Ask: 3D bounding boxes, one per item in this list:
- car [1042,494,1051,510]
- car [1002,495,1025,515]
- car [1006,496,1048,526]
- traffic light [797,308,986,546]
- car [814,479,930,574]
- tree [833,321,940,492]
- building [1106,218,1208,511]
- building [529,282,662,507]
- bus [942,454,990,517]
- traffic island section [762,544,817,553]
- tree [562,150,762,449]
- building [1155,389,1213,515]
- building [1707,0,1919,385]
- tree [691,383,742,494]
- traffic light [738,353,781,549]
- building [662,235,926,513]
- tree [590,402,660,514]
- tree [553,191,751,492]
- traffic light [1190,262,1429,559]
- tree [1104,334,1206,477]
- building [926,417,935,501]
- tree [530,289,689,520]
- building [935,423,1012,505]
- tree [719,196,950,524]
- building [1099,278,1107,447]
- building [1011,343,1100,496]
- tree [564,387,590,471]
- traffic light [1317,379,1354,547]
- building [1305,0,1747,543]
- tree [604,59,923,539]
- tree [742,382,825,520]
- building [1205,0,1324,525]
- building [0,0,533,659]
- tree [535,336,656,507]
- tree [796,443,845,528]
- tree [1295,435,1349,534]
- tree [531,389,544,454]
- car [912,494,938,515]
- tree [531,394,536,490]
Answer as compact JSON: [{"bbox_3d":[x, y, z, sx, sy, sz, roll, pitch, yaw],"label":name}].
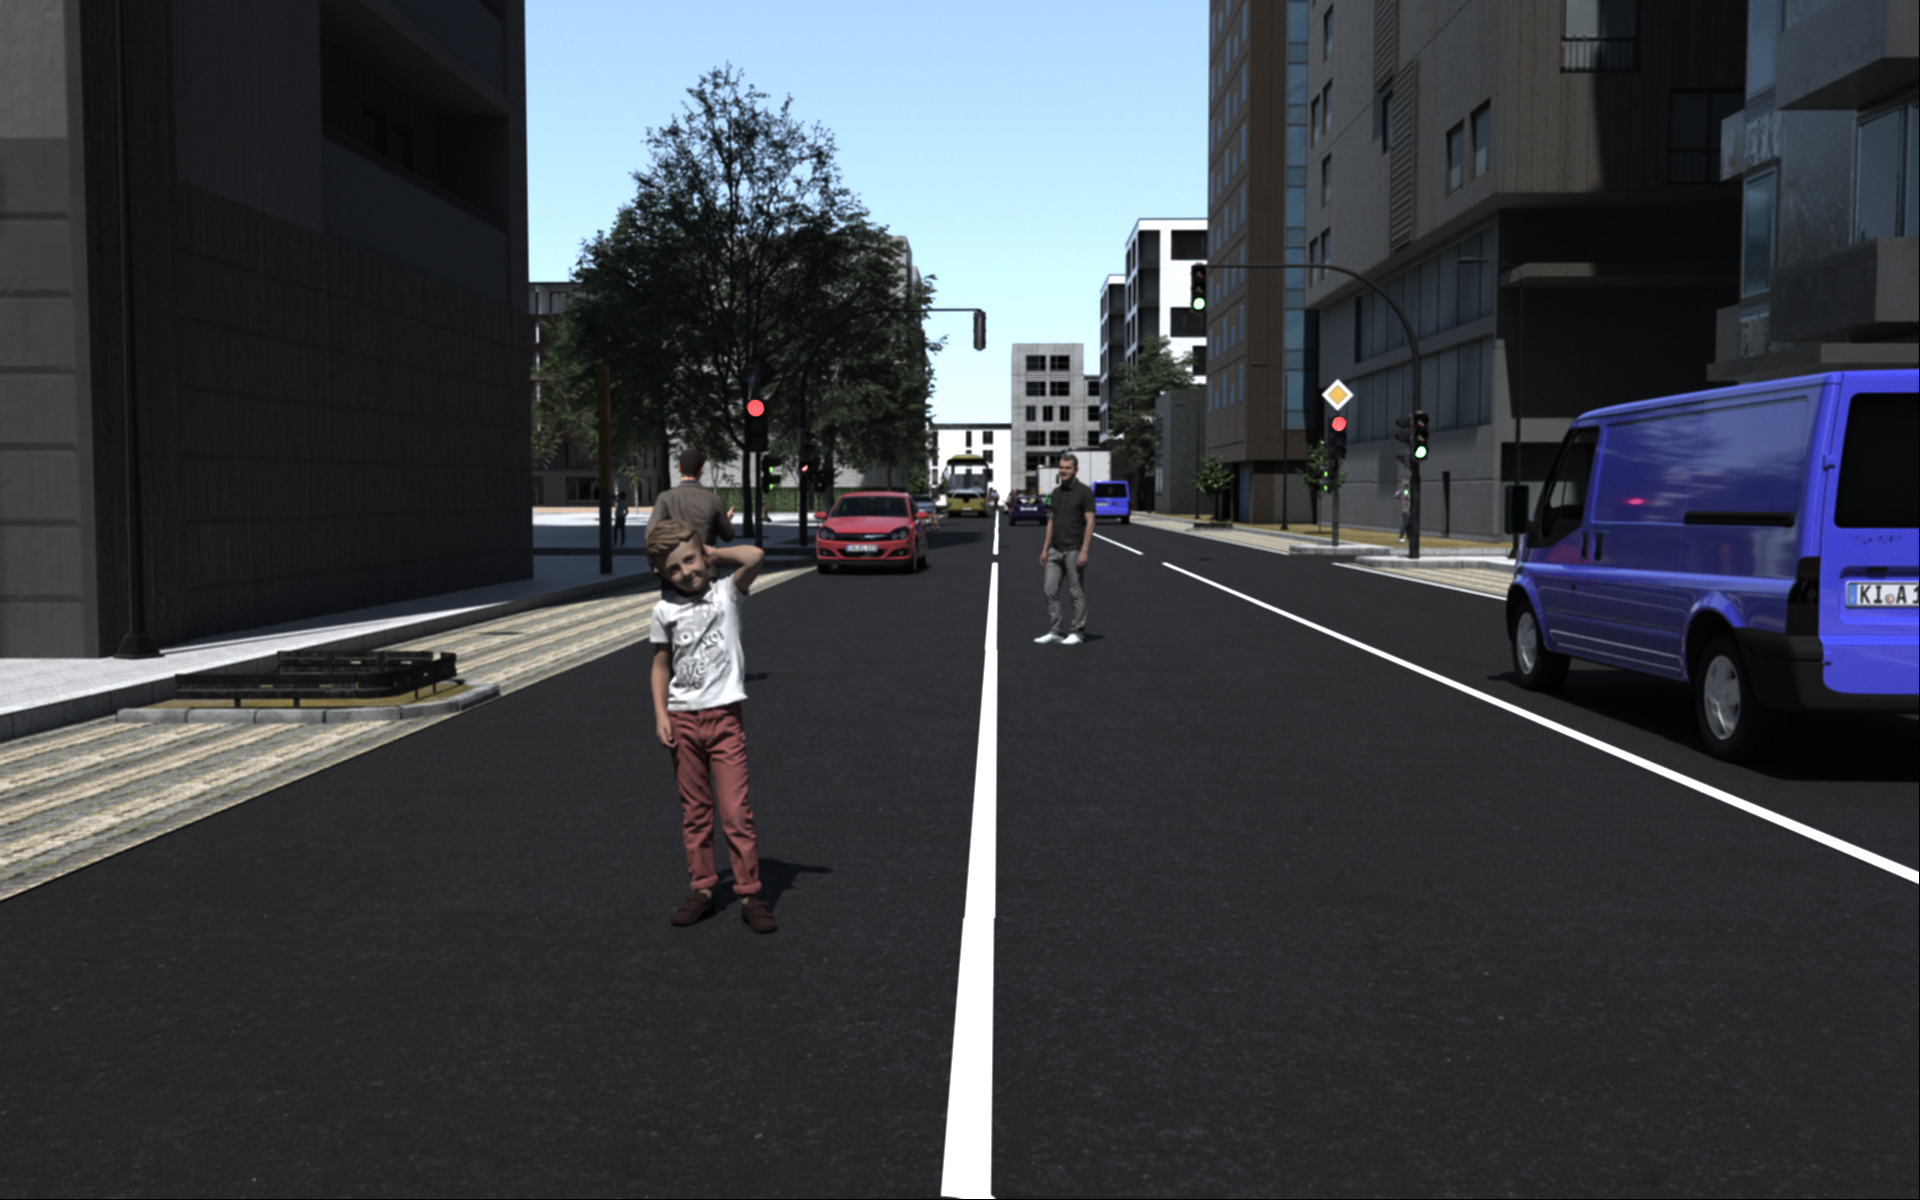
[{"bbox_3d":[8.514,-9.172,158.753,1.959,1.807,4.718,0,4,0],"label":"car"},{"bbox_3d":[3.981,-6.738,122.535,2.083,1.381,4.827,0,4,0],"label":"car"},{"bbox_3d":[3.112,-4.102,79.651,1.945,1.354,3.894,0,4,1],"label":"car"},{"bbox_3d":[-1.741,-4.150,42.528,4.771,5.953,1.251,0,4,1],"label":"traffic light"},{"bbox_3d":[-1.610,-1.440,32.580,2.155,1.783,4.494,0,4,3],"label":"car"},{"bbox_3d":[-5.089,-11.970,113.831,7.486,12.596,7.792,0,3,0],"label":"tree"},{"bbox_3d":[27.512,-18.380,144.481,27.936,21.610,32.646,0,4,1],"label":"building"},{"bbox_3d":[-48.098,-20.613,181.004,32.646,21.610,27.936,0,4,1],"label":"building"},{"bbox_3d":[0.529,-7.210,109.433,2.896,3.916,12.252,0,4,1],"label":"bus"},{"bbox_3d":[-3.874,-1.247,42.675,2.009,0.180,2.903,0,4,1],"label":"traffic island section"},{"bbox_3d":[-16.120,-14.819,98.186,12.611,20.169,13.585,0,3,0],"label":"tree"},{"bbox_3d":[24.006,-48.096,99.035,22.319,86.520,31.000,0,4,1],"label":"building"},{"bbox_3d":[23.229,-24.301,16.927,23.786,49.044,30.456,0,4,1],"label":"building"},{"bbox_3d":[-15.511,-9.777,110.214,4.737,8.622,4.395,0,3,0],"label":"tree"},{"bbox_3d":[-4.010,-2.791,34.556,0.839,4.253,0.868,0,4,1],"label":"traffic light"},{"bbox_3d":[-11.700,-16.395,134.521,16.747,18.905,31.486,0,4,1],"label":"building"},{"bbox_3d":[-20.554,-9.736,109.551,4.360,8.622,3.978,0,3,0],"label":"tree"},{"bbox_3d":[-11.560,-9.004,65.338,7.486,12.596,7.792,0,3,0],"label":"tree"},{"bbox_3d":[6.895,-3.641,34.191,4.771,5.953,1.251,0,4,1],"label":"traffic light"},{"bbox_3d":[14.163,-12.554,123.387,7.486,12.596,7.792,0,3,0],"label":"tree"},{"bbox_3d":[-17.269,-15.132,189.557,28.070,9.664,9.099,0,4,1],"label":"building"},{"bbox_3d":[-17.209,-9.725,84.757,9.928,11.665,9.643,0,3,0],"label":"tree"},{"bbox_3d":[-7.913,-16.157,206.311,28.070,9.664,9.099,0,4,1],"label":"building"},{"bbox_3d":[-5.594,-10.293,74.947,9.857,13.997,8.962,0,3,0],"label":"tree"},{"bbox_3d":[28.078,-20.372,177.061,27.936,21.610,32.646,0,4,1],"label":"building"},{"bbox_3d":[21.971,-21.041,210.472,31.486,18.905,16.747,0,4,1],"label":"building"},{"bbox_3d":[-24.178,-10.141,116.173,4.360,8.622,3.978,0,3,0],"label":"tree"},{"bbox_3d":[9.164,-3.263,42.269,0.839,4.253,0.868,0,4,1],"label":"traffic light"},{"bbox_3d":[26.402,-28.451,54.406,27.495,52.752,28.713,0,4,1],"label":"building"},{"bbox_3d":[-6.310,-8.542,50.038,12.009,13.543,11.850,0,3,0],"label":"tree"},{"bbox_3d":[-7.837,-8.209,84.573,4.737,8.622,4.395,0,3,0],"label":"tree"},{"bbox_3d":[18.968,-26.161,77.840,14.600,45.320,14.200,0,4,1],"label":"building"},{"bbox_3d":[-20.613,-29.266,20.507,28.212,58.520,21.231,0,4,1],"label":"building"},{"bbox_3d":[-15.274,-7.704,76.325,4.737,8.622,4.395,0,3,0],"label":"tree"},{"bbox_3d":[-5.485,-4.358,65.850,1.663,3.219,1.824,0,3,0],"label":"tree"},{"bbox_3d":[11.582,-3.766,56.172,1.663,3.219,1.824,0,3,0],"label":"tree"},{"bbox_3d":[-27.141,-9.463,105.077,4.360,8.622,3.978,0,3,0],"label":"tree"},{"bbox_3d":[-2.358,-5.722,105.563,2.014,1.417,4.499,0,4,1],"label":"car"},{"bbox_3d":[-27.574,-9.817,110.878,4.737,8.622,4.395,0,3,0],"label":"tree"}]
